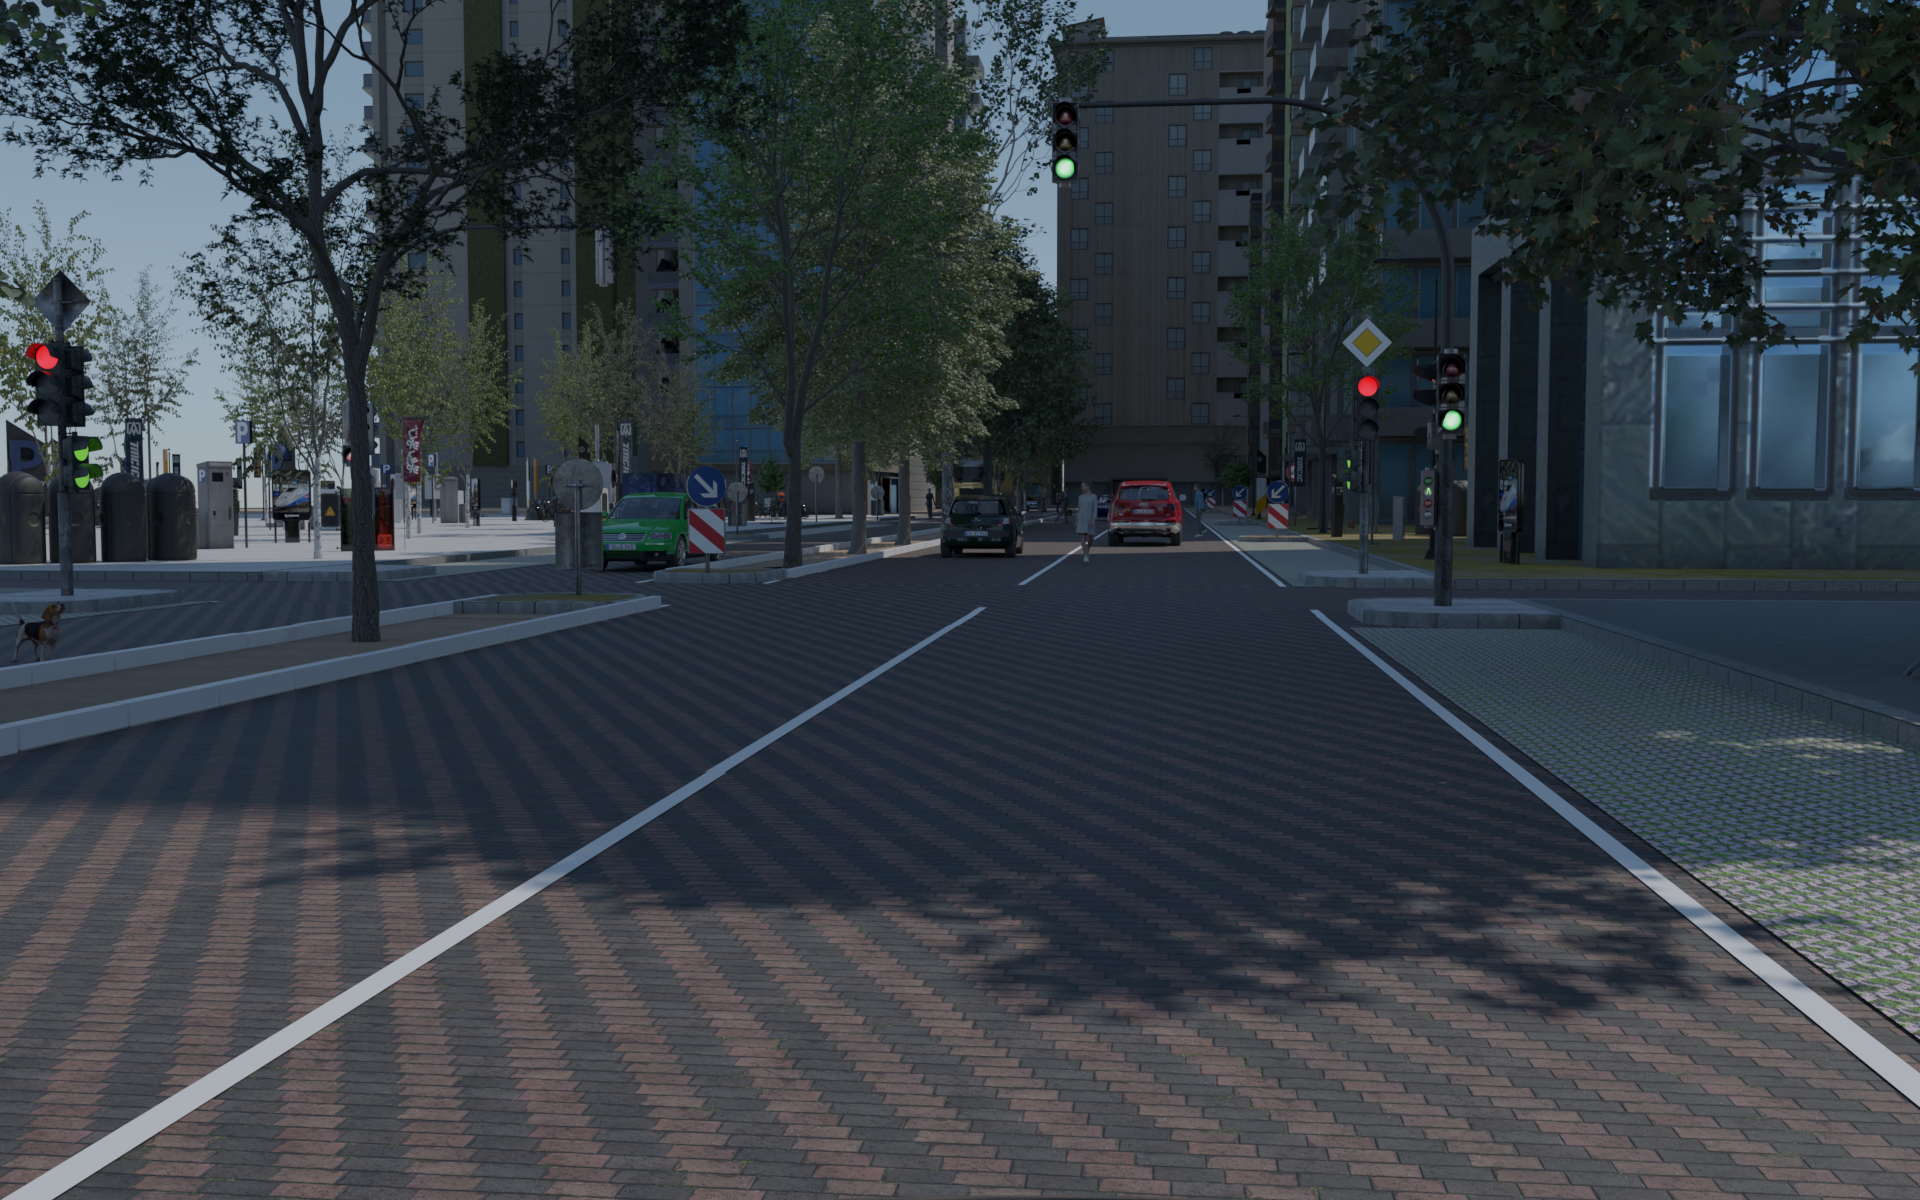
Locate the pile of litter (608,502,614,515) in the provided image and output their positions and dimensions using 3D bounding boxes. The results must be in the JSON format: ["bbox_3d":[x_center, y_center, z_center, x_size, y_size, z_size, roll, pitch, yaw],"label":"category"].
[{"bbox_3d":[-19.221,-4.978,95.354,1.719,0.858,1.176,-1,4,-14],"label":"pile of litter"}]

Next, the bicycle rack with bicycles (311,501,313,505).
[{"bbox_3d":[-33.234,-4.745,90.966,2.925,0.926,2.852,1,4,11],"label":"bicycle rack with bicycles"}]

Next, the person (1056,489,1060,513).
[{"bbox_3d":[7.547,-7.600,132.846,0.705,1.814,1.350,0,4,-1],"label":"person"}]

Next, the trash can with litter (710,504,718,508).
[{"bbox_3d":[-9.041,-3.030,60.920,1.055,1.170,0.624,-1,4,-12],"label":"trash can with litter"}]

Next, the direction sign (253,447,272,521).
[{"bbox_3d":[-33.652,-5.604,83.626,0.876,3.537,0.379,0,4,4],"label":"direction sign"}]

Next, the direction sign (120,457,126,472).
[{"bbox_3d":[-51.589,-7.026,106.870,0.876,3.537,0.379,3,5,41],"label":"direction sign"}]

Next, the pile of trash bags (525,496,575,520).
[{"bbox_3d":[-19.841,-4.629,85.435,1.912,1.369,3.447,1,4,21],"label":"pile of trash bags"}]

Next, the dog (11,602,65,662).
[{"bbox_3d":[-7.863,0.276,14.782,0.540,0.507,0.406,-1,4,-10],"label":"dog"}]

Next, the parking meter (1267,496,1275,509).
[{"bbox_3d":[15.156,-4.644,84.332,0.372,1.533,0.369,0,3,0],"label":"parking meter"}]

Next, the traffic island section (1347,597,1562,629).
[{"bbox_3d":[5.561,0.145,19.910,2.009,0.180,2.903,0,4,7],"label":"traffic island section"}]

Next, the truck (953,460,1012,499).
[{"bbox_3d":[1.242,-6.331,99.432,3.469,3.379,9.791,0,4,8],"label":"truck"}]

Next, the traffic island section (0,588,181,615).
[{"bbox_3d":[-11.310,0.022,21.918,2.009,0.180,2.903,0,4,7],"label":"traffic island section"}]

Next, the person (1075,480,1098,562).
[{"bbox_3d":[2.685,-1.693,36.930,0.466,1.731,0.760,0,4,-6],"label":"person"}]

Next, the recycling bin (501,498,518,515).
[{"bbox_3d":[-27.794,-5.769,106.880,0.722,1.027,0.722,2,4,30],"label":"recycling bin"}]

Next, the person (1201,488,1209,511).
[{"bbox_3d":[18.604,-7.603,132.439,1.348,1.869,0.705,3,4,37],"label":"person"}]

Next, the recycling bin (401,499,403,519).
[{"bbox_3d":[-28.738,-4.606,87.865,0.722,1.027,0.722,-3,4,-37],"label":"recycling bin"}]

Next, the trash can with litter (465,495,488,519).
[{"bbox_3d":[-26.807,-5.222,96.442,1.678,1.210,2.233,1,4,9],"label":"trash can with litter"}]

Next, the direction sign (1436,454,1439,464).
[{"bbox_3d":[15.607,-3.940,56.419,0.379,3.537,0.876,-1,4,-14],"label":"direction sign"}]

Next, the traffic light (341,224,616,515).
[{"bbox_3d":[-8.239,-3.353,29.495,4.771,5.953,1.251,0,4,7],"label":"traffic light"}]

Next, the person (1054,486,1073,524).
[{"bbox_3d":[5.026,-4.635,84.243,0.822,1.834,0.622,1,4,21],"label":"person"}]

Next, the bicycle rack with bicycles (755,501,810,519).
[{"bbox_3d":[-9.507,-4.628,89.051,2.925,0.926,2.852,1,4,22],"label":"bicycle rack with bicycles"}]

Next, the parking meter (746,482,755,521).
[{"bbox_3d":[-9.839,-4.629,81.388,0.399,1.863,0.255,-2,4,-28],"label":"parking meter"}]

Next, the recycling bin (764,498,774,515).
[{"bbox_3d":[-11.488,-5.663,105.150,0.722,1.027,0.722,-1,4,-12],"label":"recycling bin"}]

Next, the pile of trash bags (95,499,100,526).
[{"bbox_3d":[-35.356,-3.653,69.476,1.912,1.369,3.447,1,4,21],"label":"pile of trash bags"}]

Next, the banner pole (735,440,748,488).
[{"bbox_3d":[-10.202,-5.541,80.604,0.863,3.779,0.401,-3,5,-44],"label":"banner pole"}]

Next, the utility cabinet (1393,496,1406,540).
[{"bbox_3d":[12.452,-2.319,49.083,0.306,1.237,1.020,1,4,17],"label":"utility cabinet"}]

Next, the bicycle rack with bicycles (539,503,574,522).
[{"bbox_3d":[-18.032,-4.097,80.366,2.925,0.926,2.852,-1,4,-21],"label":"bicycle rack with bicycles"}]

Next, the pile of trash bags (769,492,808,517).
[{"bbox_3d":[-9.704,-5.316,96.666,1.912,1.369,3.447,-1,4,-20],"label":"pile of trash bags"}]

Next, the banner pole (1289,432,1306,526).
[{"bbox_3d":[13.470,-4.859,69.469,0.863,3.779,0.401,0,4,3],"label":"banner pole"}]

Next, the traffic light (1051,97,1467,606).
[{"bbox_3d":[3.435,-2.767,19.907,4.771,5.953,1.251,0,4,7],"label":"traffic light"}]

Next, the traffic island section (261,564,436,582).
[{"bbox_3d":[-10.366,-0.463,29.847,2.009,0.180,2.903,0,4,7],"label":"traffic island section"}]

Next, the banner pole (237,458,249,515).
[{"bbox_3d":[-43.961,-7.094,105.995,0.401,3.779,0.863,1,4,19],"label":"banner pole"}]

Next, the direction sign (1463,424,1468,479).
[{"bbox_3d":[16.569,-3.941,56.435,0.379,3.537,0.876,3,4,37],"label":"direction sign"}]

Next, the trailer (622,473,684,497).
[{"bbox_3d":[-8.472,-2.445,47.030,1.471,1.999,3.904,0,4,7],"label":"trailer"}]

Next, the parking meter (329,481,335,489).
[{"bbox_3d":[-28.041,-4.383,77.380,0.255,1.863,0.399,-1,4,-17],"label":"parking meter"}]

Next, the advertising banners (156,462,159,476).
[{"bbox_3d":[-43.415,-5.936,93.236,0.090,3.025,2.074,0,4,-6],"label":"advertising banners"}]

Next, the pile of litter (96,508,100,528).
[{"bbox_3d":[-32.042,-3.150,65.471,1.176,0.858,1.719,-1,4,-22],"label":"pile of litter"}]

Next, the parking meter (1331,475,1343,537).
[{"bbox_3d":[11.246,-2.809,51.638,0.255,1.863,0.399,0,4,-6],"label":"parking meter"}]

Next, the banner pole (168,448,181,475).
[{"bbox_3d":[-43.095,-6.418,94.959,0.401,3.779,0.863,3,4,38],"label":"banner pole"}]

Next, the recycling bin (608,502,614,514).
[{"bbox_3d":[-20.294,-5.344,99.927,0.722,1.027,0.722,1,4,16],"label":"recycling bin"}]

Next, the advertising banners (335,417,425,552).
[{"bbox_3d":[-13.060,-2.625,39.102,2.074,3.025,0.090,-3,5,-39],"label":"advertising banners"}]

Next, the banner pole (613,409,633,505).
[{"bbox_3d":[-9.921,-3.719,50.829,0.863,3.779,0.401,2,4,27],"label":"banner pole"}]

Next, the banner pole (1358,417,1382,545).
[{"bbox_3d":[10.407,-3.318,44.272,0.401,3.779,0.863,-2,4,-25],"label":"banner pole"}]

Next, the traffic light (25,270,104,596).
[{"bbox_3d":[-11.272,-2.010,21.778,0.839,4.253,0.868,0,4,7],"label":"traffic light"}]

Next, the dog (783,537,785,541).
[{"bbox_3d":[-5.133,-2.004,52.952,0.550,0.427,0.748,0,4,0],"label":"dog"}]

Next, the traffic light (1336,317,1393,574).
[{"bbox_3d":[6.468,-2.374,27.730,0.839,4.253,0.868,0,4,7],"label":"traffic light"}]

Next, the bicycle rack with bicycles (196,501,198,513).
[{"bbox_3d":[-37.835,-4.452,86.173,2.852,0.926,2.925,-3,4,-36],"label":"bicycle rack with bicycles"}]

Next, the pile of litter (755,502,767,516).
[{"bbox_3d":[-12.067,-5.343,101.316,1.719,0.858,1.176,1,4,9],"label":"pile of litter"}]

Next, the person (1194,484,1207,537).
[{"bbox_3d":[8.037,-3.005,57.977,0.444,1.785,0.601,2,4,31],"label":"person"}]

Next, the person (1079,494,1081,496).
[{"bbox_3d":[10.117,-8.166,145.278,0.557,1.426,1.065,1,4,17],"label":"person"}]

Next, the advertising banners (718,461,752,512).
[{"bbox_3d":[-11.923,-5.828,91.467,2.074,3.025,0.090,1,4,16],"label":"advertising banners"}]

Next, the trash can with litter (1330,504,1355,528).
[{"bbox_3d":[14.453,-3.293,65.231,1.055,1.170,0.624,1,4,12],"label":"trash can with litter"}]

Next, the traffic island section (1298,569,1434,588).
[{"bbox_3d":[6.506,-0.340,27.839,2.009,0.180,2.903,0,4,7],"label":"traffic island section"}]

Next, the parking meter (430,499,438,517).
[{"bbox_3d":[-30.122,-5.709,99.055,0.399,1.863,0.255,0,4,2],"label":"parking meter"}]

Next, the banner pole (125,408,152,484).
[{"bbox_3d":[-23.782,-3.687,50.307,0.863,3.779,0.401,-2,4,-30],"label":"banner pole"}]

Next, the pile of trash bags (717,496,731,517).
[{"bbox_3d":[-13.470,-5.304,96.480,1.912,1.369,3.447,0,4,-1],"label":"pile of trash bags"}]

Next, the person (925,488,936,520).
[{"bbox_3d":[-1.664,-5.429,97.690,0.534,1.772,0.576,2,4,27],"label":"person"}]
